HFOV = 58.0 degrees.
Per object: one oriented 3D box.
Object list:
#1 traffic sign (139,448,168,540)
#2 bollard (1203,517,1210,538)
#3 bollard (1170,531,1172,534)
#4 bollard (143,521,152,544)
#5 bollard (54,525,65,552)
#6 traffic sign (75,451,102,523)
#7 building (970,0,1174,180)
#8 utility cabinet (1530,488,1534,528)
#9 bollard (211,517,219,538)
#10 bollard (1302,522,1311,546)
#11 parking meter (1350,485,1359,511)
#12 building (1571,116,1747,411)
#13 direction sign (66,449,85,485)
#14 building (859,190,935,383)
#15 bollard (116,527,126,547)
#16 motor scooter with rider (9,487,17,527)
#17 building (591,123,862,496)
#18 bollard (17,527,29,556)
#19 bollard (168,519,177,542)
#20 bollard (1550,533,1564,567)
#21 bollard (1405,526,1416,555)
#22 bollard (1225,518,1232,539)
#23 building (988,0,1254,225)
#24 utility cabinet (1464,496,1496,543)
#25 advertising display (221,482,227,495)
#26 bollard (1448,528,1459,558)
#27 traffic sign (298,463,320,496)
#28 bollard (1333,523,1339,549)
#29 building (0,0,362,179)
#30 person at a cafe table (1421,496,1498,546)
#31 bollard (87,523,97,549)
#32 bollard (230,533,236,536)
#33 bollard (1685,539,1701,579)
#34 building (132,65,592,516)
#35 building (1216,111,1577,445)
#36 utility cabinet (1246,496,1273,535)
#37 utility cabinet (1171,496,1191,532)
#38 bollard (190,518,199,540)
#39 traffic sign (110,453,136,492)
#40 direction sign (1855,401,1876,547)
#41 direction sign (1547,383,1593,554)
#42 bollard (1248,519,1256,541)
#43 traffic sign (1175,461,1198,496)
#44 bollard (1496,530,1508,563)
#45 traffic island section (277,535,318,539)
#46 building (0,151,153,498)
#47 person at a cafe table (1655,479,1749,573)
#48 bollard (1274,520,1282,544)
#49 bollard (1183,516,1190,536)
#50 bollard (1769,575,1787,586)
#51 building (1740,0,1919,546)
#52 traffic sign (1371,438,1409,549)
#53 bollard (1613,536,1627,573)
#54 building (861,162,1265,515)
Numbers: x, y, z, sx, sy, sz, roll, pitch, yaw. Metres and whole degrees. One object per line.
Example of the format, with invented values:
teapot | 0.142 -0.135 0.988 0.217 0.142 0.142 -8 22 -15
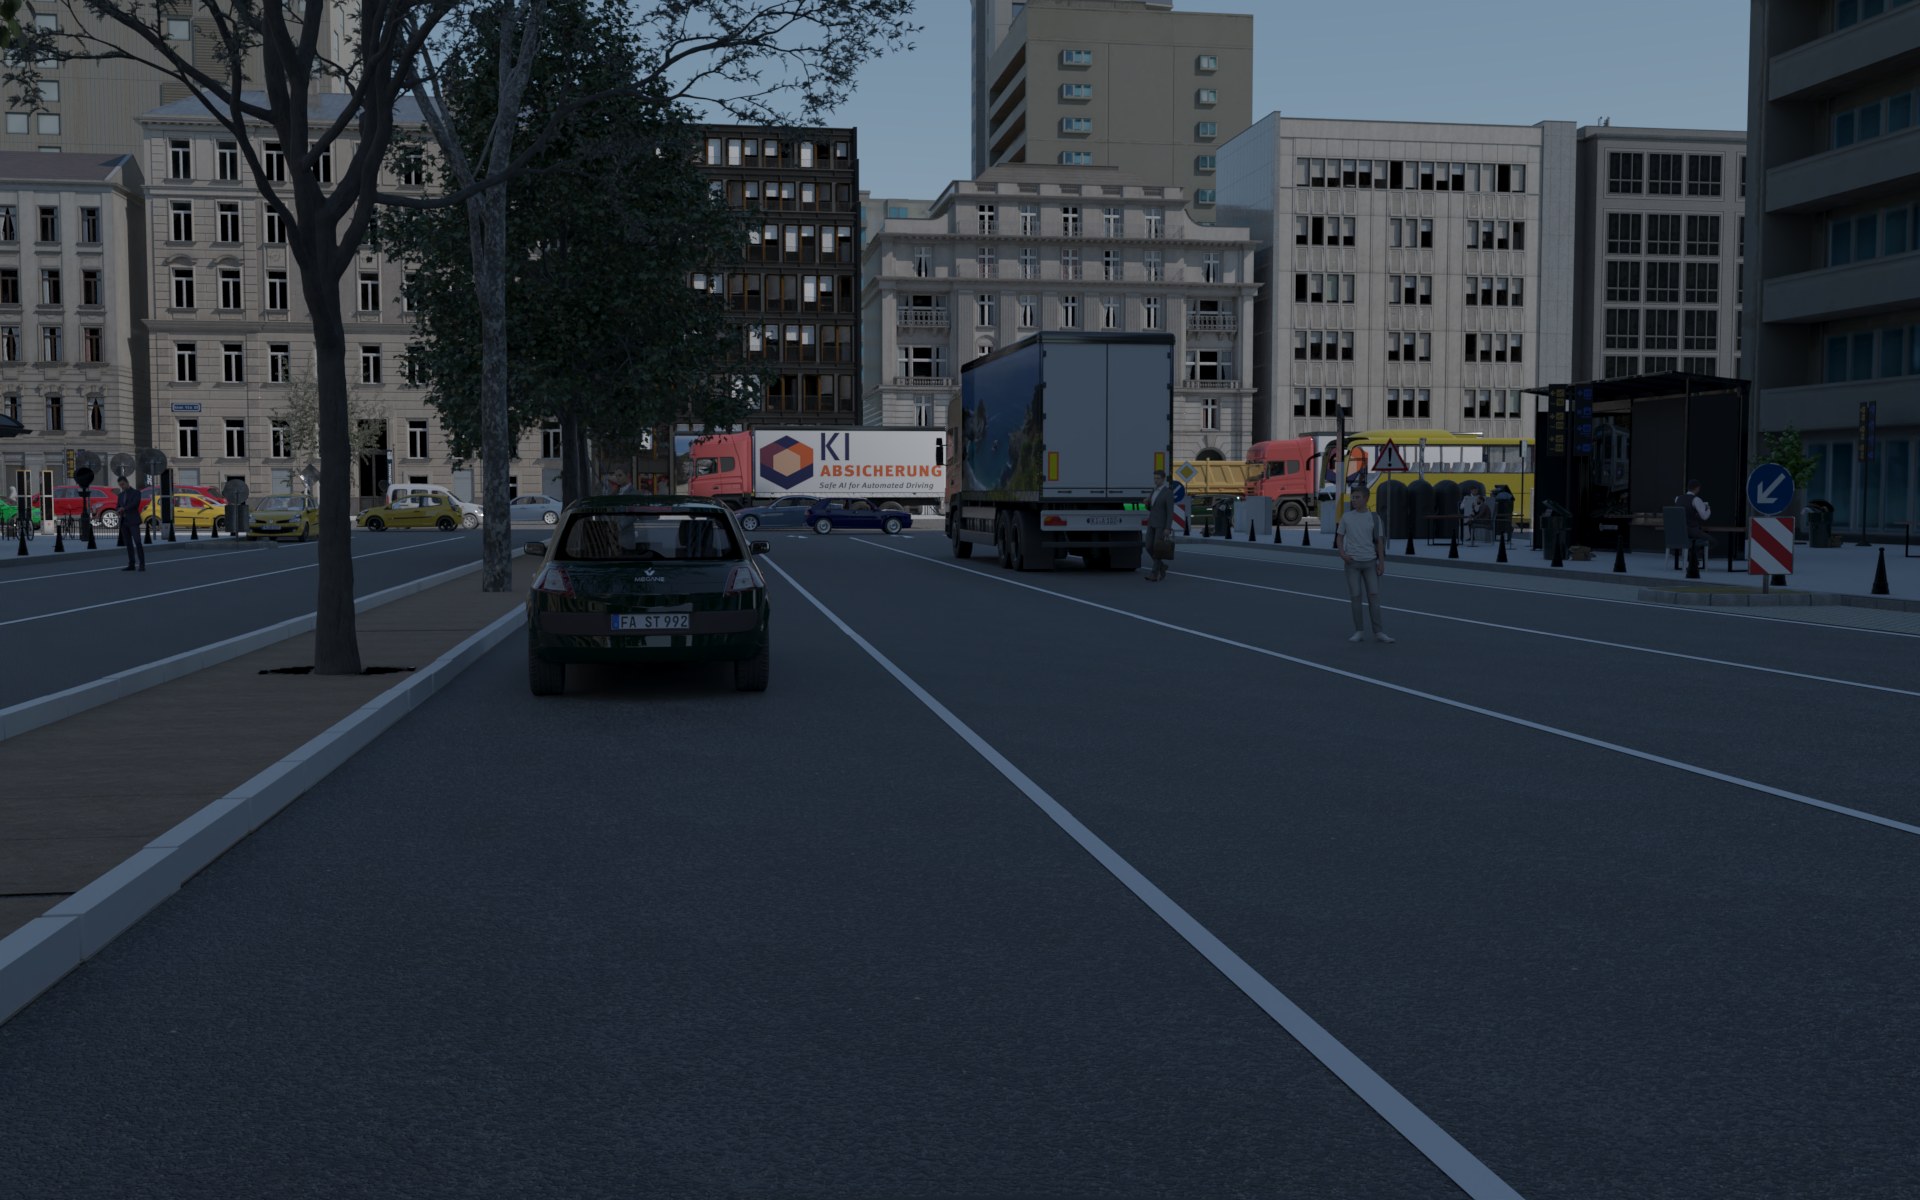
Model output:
traffic sign | -22.417 -2.938 48.136 0.768 2.556 0.104 0 4 -7
bollard | 7.290 -2.149 51.185 0.229 0.601 0.229 0 3 0
bollard | 6.655 -2.403 55.327 0.229 0.601 0.229 0 3 0
bollard | -20.846 -1.737 44.439 0.229 0.601 0.229 0 3 0
bollard | -19.884 -1.357 38.222 0.229 0.601 0.229 0 3 0
traffic sign | -25.765 -3.125 51.208 0.768 2.556 0.104 0 4 -2
building | 11.801 -39.804 192.792 21.231 58.520 28.212 -1 4 -9
utility cabinet | 21.562 -3.359 63.603 1.173 1.500 0.318 0 4 5
bollard | -21.806 -2.118 50.668 0.229 0.601 0.229 0 3 0
bollard | 8.577 -1.642 42.894 0.229 0.601 0.229 0 3 0
parking meter | 10.800 -2.366 47.097 0.372 1.533 0.369 0 3 0
building | 49.858 -19.881 118.565 24.014 27.812 14.314 -1 4 -9
direction sign | -44.469 -5.823 87.198 0.876 3.537 0.379 -1 4 -9
building | -17.399 -40.099 275.219 30.456 49.044 23.786 -1 4 -9
bollard | -20.527 -1.610 42.370 0.229 0.601 0.229 0 3 0
motor scooter with rider | -38.573 -3.739 70.094 1.986 1.779 0.876 0 4 -8
building | -14.594 -16.999 107.609 15.834 23.373 12.332 -1 4 -9
bollard | -19.562 -1.229 36.143 0.229 0.601 0.229 0 3 0
bollard | -21.167 -1.863 46.507 0.229 0.601 0.229 0 3 0
bollard | 10.503 -0.881 30.454 0.229 0.601 0.229 0 3 0
bollard | 9.535 -1.262 36.673 0.229 0.601 0.229 0 3 0
bollard | 7.617 -2.022 49.105 0.229 0.601 0.229 0 3 0
building | 14.975 -33.304 168.220 21.300 48.544 21.600 -1 4 -9
utility cabinet | 13.659 -2.102 45.528 0.306 1.237 1.020 -1 4 -17
advertising display | -38.621 -5.246 90.987 0.123 1.923 0.974 -3 4 -36
bollard | 9.862 -1.134 34.590 0.229 0.601 0.229 0 3 0
traffic sign | -21.136 -3.227 56.396 0.795 2.450 0.064 -1 4 -9
bollard | 8.895 -1.516 40.825 0.229 0.601 0.229 0 3 0
building | -68.343 -34.773 157.775 28.713 52.752 27.495 -1 4 -9
person at a cafe table | 12.517 -1.982 43.265 1.726 1.238 1.698 1 4 22
bollard | -20.203 -1.483 40.292 0.229 0.601 0.229 0 3 0
bollard | -22.130 -2.244 52.738 0.229 0.601 0.229 0 3 0
bollard | 11.139 -0.628 26.306 0.229 0.601 0.229 0 3 0
building | -35.008 -18.856 105.563 25.104 27.353 12.463 -1 4 -9
building | 28.247 -18.141 114.630 19.932 24.808 12.078 -1 4 -9
utility cabinet | 9.457 -2.667 54.770 0.306 1.237 1.020 -2 4 -27
utility cabinet | 7.339 -2.925 58.981 1.020 1.237 0.306 0 4 -6
bollard | -21.482 -1.990 48.582 0.229 0.601 0.229 0 3 0
traffic sign | -25.723 -3.250 53.236 0.768 2.556 0.104 0 4 -4
direction sign | 22.189 -3.084 42.428 0.379 3.537 0.876 0 4 6
direction sign | 12.512 -2.666 35.585 0.876 3.537 0.379 0 4 7
bollard | 7.942 -1.896 47.034 0.229 0.601 0.229 0 3 0
traffic sign | 7.824 -3.589 59.873 0.795 2.450 0.064 0 4 -2
bollard | 10.182 -1.008 32.522 0.229 0.601 0.229 0 3 0
traffic island section | -21.158 -2.090 56.454 2.009 0.180 2.903 -1 4 -9
building | -56.467 -15.331 99.817 18.267 20.994 9.793 -1 4 -9
person at a cafe table | 12.401 -1.240 28.797 1.622 1.524 1.698 -2 4 -29
bollard | 8.255 -1.769 44.962 0.229 0.601 0.229 0 3 0
bollard | 6.971 -2.276 53.258 0.229 0.601 0.229 0 3 0
bollard | 11.460 -0.501 24.238 0.229 0.601 0.229 0 3 0
building | 34.052 -25.384 38.732 21.300 48.544 21.600 -1 4 -9
traffic sign | 9.947 -2.456 40.155 0.884 2.594 0.081 0 4 -2
bollard | 10.820 -0.755 28.385 0.229 0.601 0.229 0 3 0
building | 5.843 -16.486 111.343 24.055 21.916 13.314 -1 4 -9
